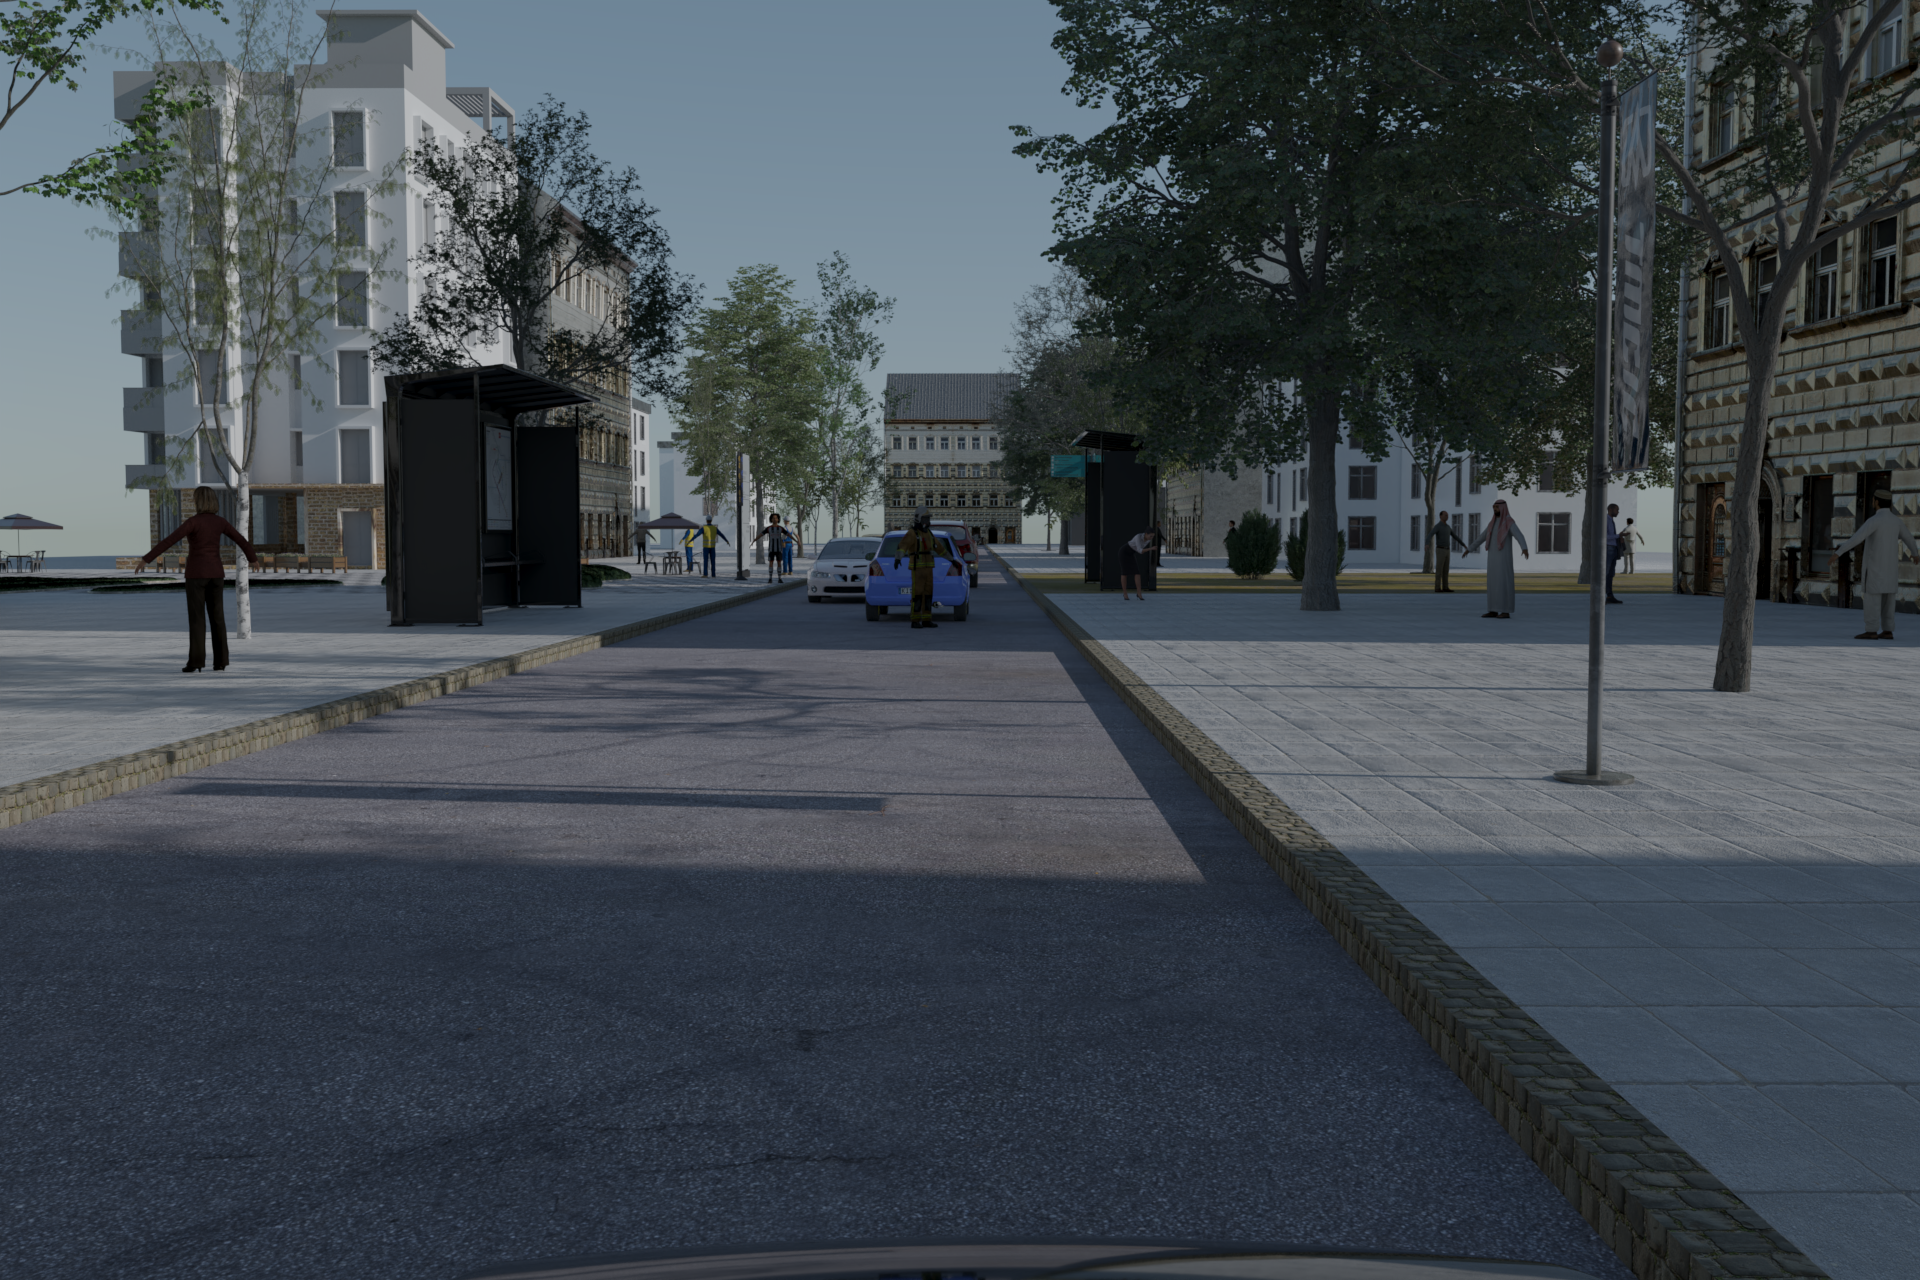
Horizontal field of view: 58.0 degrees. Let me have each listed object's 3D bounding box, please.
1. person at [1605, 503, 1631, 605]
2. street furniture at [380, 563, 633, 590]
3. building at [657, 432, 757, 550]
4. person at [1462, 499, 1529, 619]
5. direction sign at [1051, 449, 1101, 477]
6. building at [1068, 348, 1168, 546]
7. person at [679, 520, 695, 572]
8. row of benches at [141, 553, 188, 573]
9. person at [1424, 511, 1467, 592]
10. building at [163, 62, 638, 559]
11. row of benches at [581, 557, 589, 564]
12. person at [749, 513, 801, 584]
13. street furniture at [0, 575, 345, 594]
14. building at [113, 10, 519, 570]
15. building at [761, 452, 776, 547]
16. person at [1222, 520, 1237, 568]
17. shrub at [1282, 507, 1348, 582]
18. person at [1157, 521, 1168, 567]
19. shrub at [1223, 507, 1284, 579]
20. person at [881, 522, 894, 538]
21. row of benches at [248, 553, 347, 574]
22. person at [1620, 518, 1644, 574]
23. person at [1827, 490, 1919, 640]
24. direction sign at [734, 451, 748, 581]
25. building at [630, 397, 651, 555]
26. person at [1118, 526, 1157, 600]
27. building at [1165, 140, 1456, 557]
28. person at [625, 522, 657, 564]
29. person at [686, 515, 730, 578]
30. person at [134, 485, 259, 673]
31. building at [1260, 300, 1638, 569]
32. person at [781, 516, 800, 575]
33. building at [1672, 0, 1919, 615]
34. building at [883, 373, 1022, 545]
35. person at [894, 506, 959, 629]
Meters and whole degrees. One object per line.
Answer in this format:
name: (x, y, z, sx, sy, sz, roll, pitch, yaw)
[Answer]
person: (11.937, -1.566, 31.518, 0.599, 1.838, 0.709, 3, 5, 40)
street furniture: (-11.359, -1.769, 44.548, 5.734, 0.657, 10.072, 0, 4, -2)
building: (-22.775, -13.111, 156.519, 9.099, 9.664, 28.070, 0, 4, 1)
person: (8.209, -1.239, 26.411, 0.704, 1.811, 1.347, -2, 4, -27)
direction sign: (3.988, -3.851, 51.727, 2.525, 3.948, 1.411, 0, 4, 1)
building: (26.231, -22.091, 205.156, 27.936, 21.610, 32.646, 0, 4, 0)
person: (-9.271, -3.201, 58.806, 0.721, 1.772, 1.216, 1, 4, 12)
row of benches: (-25.790, -2.552, 57.184, 4.104, 0.672, 1.422, 3, 4, 38)
person: (10.644, -1.946, 38.090, 1.348, 1.796, 0.705, -2, 4, -32)
building: (-27.856, -15.740, 88.275, 19.493, 23.208, 18.063, 0, 4, 1)
row of benches: (-12.376, -2.229, 51.904, 1.422, 0.672, 4.104, 1, 4, 19)
person: (-4.795, -2.372, 44.928, 1.345, 1.843, 0.704, -1, 4, -10)
street furniture: (-30.043, -2.340, 43.290, 27.439, 1.986, 14.083, 2, 4, 25)
building: (-24.648, -12.699, 64.044, 16.016, 20.090, 11.380, 0, 4, 1)
building: (-24.519, -15.100, 189.031, 9.099, 9.664, 28.070, 0, 3, 0)
person: (10.312, -3.652, 65.889, 0.705, 1.806, 1.347, -1, 4, -11)
shrub: (8.830, -2.370, 43.170, 1.690, 2.028, 1.600, 0, 3, 0)
person: (7.769, -3.766, 67.793, 0.704, 1.802, 1.346, -1, 4, -16)
shrub: (8.335, -2.764, 49.229, 1.661, 2.075, 1.752, 0, 3, 0)
person: (-2.183, -2.844, 55.092, 1.348, 1.813, 0.705, 3, 4, 39)
row of benches: (-21.897, -2.542, 57.017, 4.104, 0.672, 1.422, 1, 4, 22)
person: (21.557, -3.037, 55.842, 1.347, 1.806, 0.705, -1, 4, -19)
person: (11.181, -0.917, 21.085, 1.344, 1.819, 0.704, -1, 4, -17)
direction sign: (-6.064, -3.416, 47.853, 0.379, 3.537, 0.876, 0, 4, 1)
building: (-24.555, -10.415, 112.425, 9.099, 9.664, 28.070, 0, 3, 0)
person: (3.448, -1.482, 33.469, 0.799, 1.438, 0.628, 1, 4, 13)
building: (22.702, -16.705, 104.058, 19.493, 23.208, 18.063, 0, 4, 1)
person: (-13.518, -4.119, 73.478, 1.348, 1.813, 0.705, -1, 4, -22)
person: (-7.359, -2.739, 50.752, 1.349, 1.833, 0.705, -2, 4, -25)
person: (-7.076, -0.571, 16.145, 0.721, 1.729, 1.215, 3, 4, 36)
building: (20.119, -8.207, 76.325, 9.099, 9.664, 28.070, 0, 3, 0)
person: (-5.394, -2.934, 53.833, 0.705, 1.847, 1.347, 3, 5, 39)
building: (24.424, -12.005, 27.204, 19.493, 23.208, 18.063, 0, 4, 0)
building: (-0.830, -24.565, 235.030, 18.063, 23.208, 19.493, 0, 4, 1)
person: (-0.559, -1.110, 26.373, 0.705, 1.858, 1.354, 3, 5, 43)
